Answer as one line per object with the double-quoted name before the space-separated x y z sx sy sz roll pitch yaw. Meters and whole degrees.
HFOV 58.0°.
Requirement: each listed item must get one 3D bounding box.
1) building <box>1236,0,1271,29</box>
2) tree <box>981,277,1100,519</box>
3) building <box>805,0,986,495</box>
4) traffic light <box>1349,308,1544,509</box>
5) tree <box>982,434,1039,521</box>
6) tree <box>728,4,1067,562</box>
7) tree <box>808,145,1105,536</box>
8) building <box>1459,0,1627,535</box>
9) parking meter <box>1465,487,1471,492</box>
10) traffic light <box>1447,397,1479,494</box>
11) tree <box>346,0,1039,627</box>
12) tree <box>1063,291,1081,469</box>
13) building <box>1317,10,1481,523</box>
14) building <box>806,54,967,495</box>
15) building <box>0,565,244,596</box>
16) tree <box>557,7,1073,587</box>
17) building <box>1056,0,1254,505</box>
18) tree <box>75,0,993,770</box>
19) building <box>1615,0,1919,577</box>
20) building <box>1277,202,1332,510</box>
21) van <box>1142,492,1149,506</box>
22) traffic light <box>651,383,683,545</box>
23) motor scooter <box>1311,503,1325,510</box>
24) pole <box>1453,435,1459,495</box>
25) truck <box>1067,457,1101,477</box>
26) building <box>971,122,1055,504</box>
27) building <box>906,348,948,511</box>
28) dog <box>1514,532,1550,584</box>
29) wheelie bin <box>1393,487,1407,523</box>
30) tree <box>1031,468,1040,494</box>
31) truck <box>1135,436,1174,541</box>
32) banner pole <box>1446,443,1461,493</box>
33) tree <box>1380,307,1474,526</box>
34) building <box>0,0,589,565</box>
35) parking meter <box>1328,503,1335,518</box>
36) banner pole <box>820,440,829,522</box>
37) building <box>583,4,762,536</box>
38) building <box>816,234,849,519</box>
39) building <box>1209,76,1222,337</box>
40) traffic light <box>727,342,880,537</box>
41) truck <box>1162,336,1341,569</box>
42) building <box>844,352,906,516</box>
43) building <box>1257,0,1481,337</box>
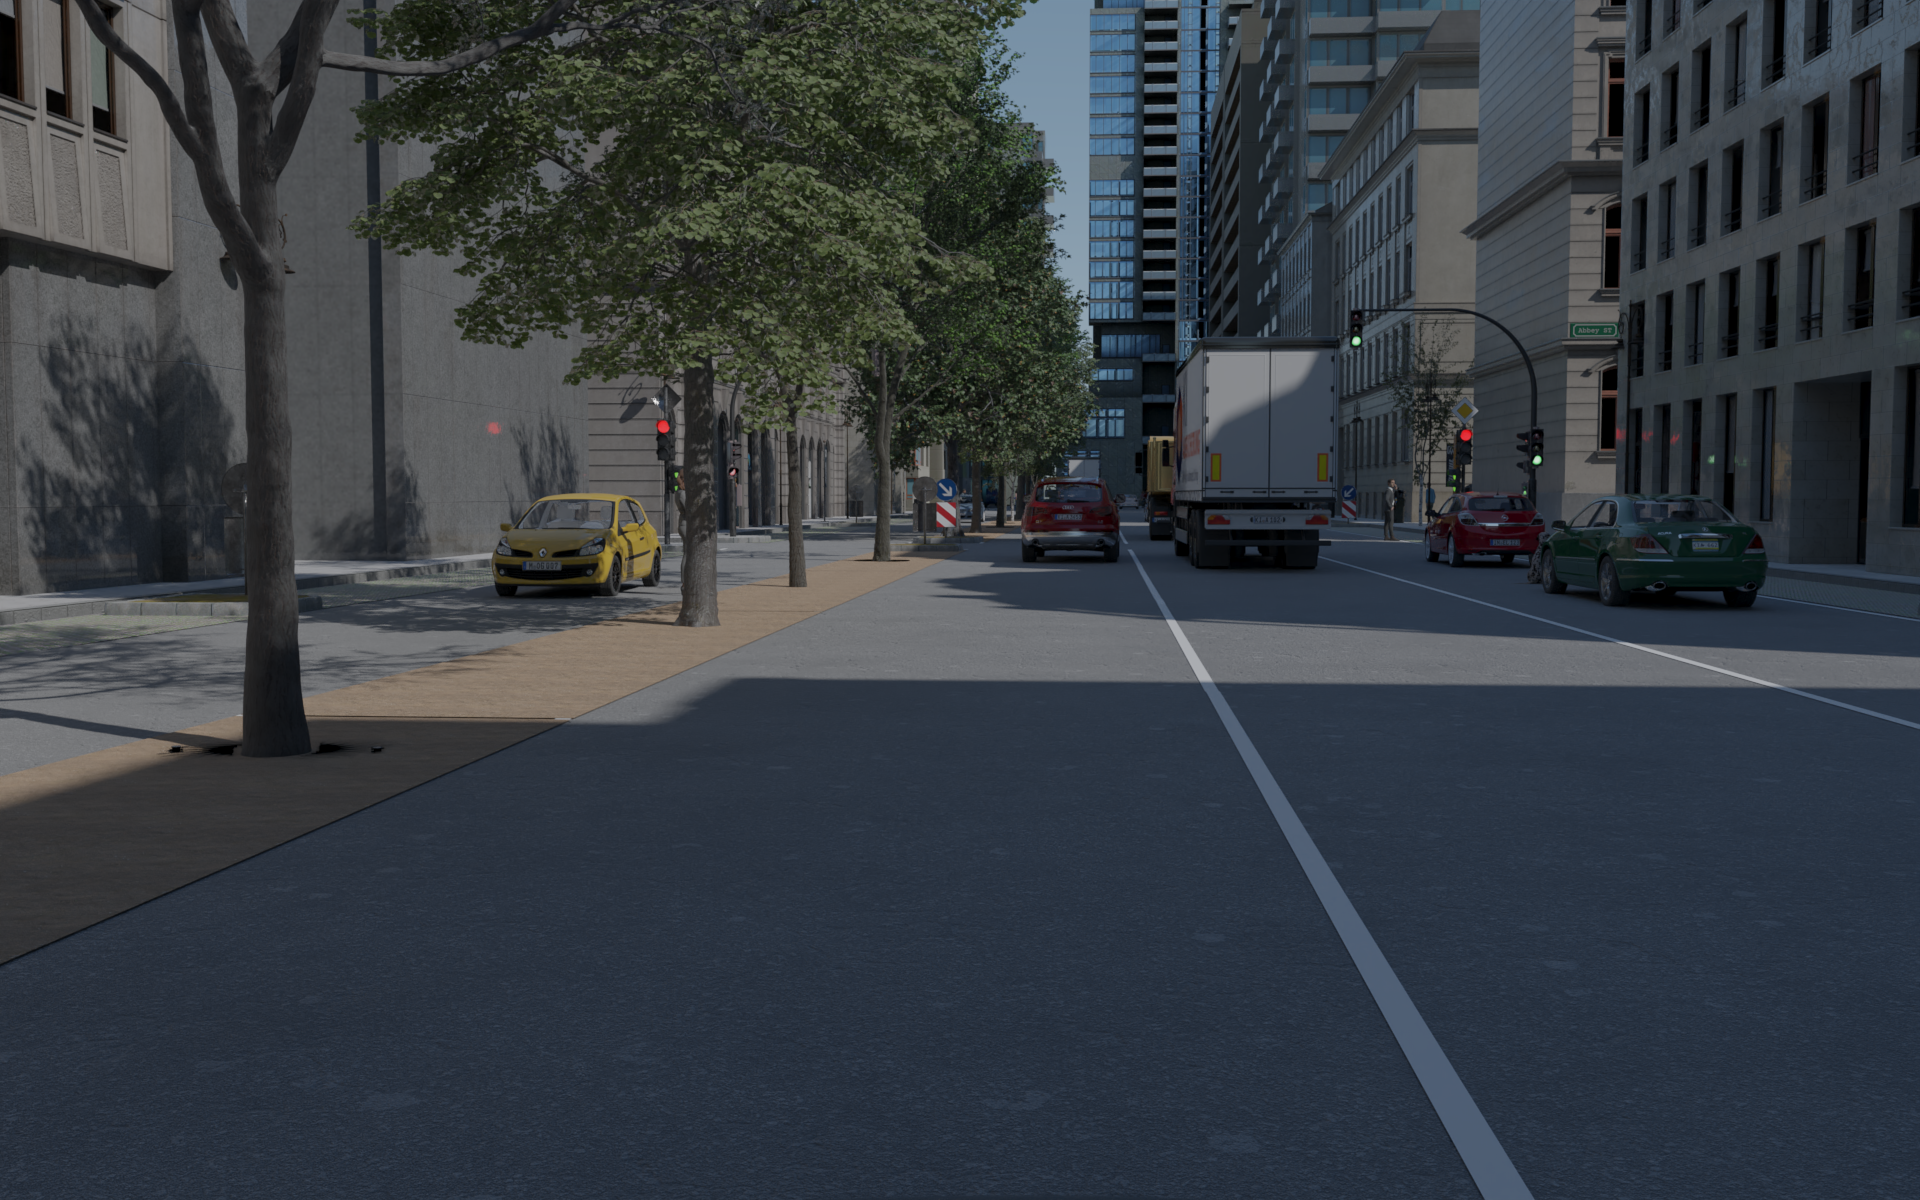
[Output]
"building" 36.862 -33.241 167.189 21.300 48.544 21.600 0 4 5
"tree" 3.404 -11.528 97.600 9.857 13.997 8.962 0 3 0
"building" -11.809 -36.687 189.073 27.495 52.752 28.713 0 4 5
"traffic light" 11.868 -4.139 42.332 4.771 5.953 1.251 0 4 5
"tree" 2.741 -8.427 90.598 4.360 8.622 3.978 0 3 0
"tree" -1.549 -6.602 36.158 9.928 11.665 9.643 0 3 0
"tree" -0.225 -8.274 54.747 9.611 12.733 9.660 0 3 0
"building" 29.051 -16.355 54.786 23.554 28.519 14.401 0 4 5
"parking meter" 18.692 -3.402 64.027 0.372 1.533 0.369 0 3 0
"traffic light" 14.592 -3.752 50.269 0.839 4.253 0.868 0 4 5
"tree" -2.889 -6.007 18.792 7.486 12.596 7.792 0 3 0
"tree" 0.516 -8.732 63.352 7.486 12.596 7.792 0 3 0
"building" 28.701 -15.757 90.910 16.112 22.955 30.059 0 4 5
"building" -6.860 -29.324 163.041 14.154 41.232 14.086 0 4 5
"building" -17.795 -12.179 17.147 12.078 24.808 19.932 0 4 5
"tree" -2.432 -5.486 26.564 8.767 10.594 7.601 0 4 5
"building" 27.986 -55.374 218.043 31.000 86.520 22.319 0 4 5
"tree" -3.743 -5.880 8.970 12.009 13.543 11.850 0 3 0
"building" 20.569 -10.910 33.137 10.420 20.320 16.860 0 4 5
"building" 26.893 -16.279 115.306 9.793 20.994 18.267 0 4 5
"van" 11.442 -5.625 98.978 2.013 2.044 4.112 0 4 4
"traffic light" -7.435 -3.368 43.986 0.839 4.253 0.868 0 4 5
"motor scooter" 16.014 -3.957 77.481 0.815 1.314 1.986 0 4 3
"pole" 17.005 -4.008 59.371 0.158 3.312 0.155 0 3 0
"truck" 9.610 -8.950 135.254 2.839 4.237 11.283 0 4 3
"building" -3.132 -36.869 222.418 30.456 49.044 23.786 0 4 5
"building" -15.711 -18.205 142.686 27.650 21.520 28.899 0 4 5
"dog" 9.175 -0.667 27.748 0.800 0.831 0.513 -1 4 -13
"wheelie bin" 19.367 -4.196 76.519 0.693 1.594 0.980 1 4 15
"tree" 4.783 -9.893 114.563 4.737 8.622 4.395 0 3 0
"truck" 7.466 -3.723 56.799 3.469 3.379 9.791 0 4 6
"banner pole" 21.375 -5.190 74.872 0.863 3.779 0.401 0 4 -8
"tree" 18.652 -7.261 69.072 4.360 8.622 3.978 0 3 0
"building" -20.000 -13.519 39.060 19.932 24.808 12.078 0 4 5
"parking meter" 20.003 -5.354 93.257 0.255 1.863 0.399 3 4 36
"banner pole" -6.260 -5.535 80.519 0.401 3.779 0.863 0 4 5
"building" -13.980 -13.573 63.716 13.314 21.916 24.055 0 4 5
"building" -13.350 -15.043 87.752 13.314 21.916 24.055 0 4 5
"building" 38.561 -34.555 188.682 21.300 48.544 21.600 0 4 5
"traffic light" -4.711 -4.719 51.815 4.771 5.953 1.251 0 4 5
"truck" 5.894 -2.909 36.470 2.839 4.237 11.283 0 4 4
"building" -9.539 -15.576 109.418 10.420 20.320 16.860 0 4 5
"building" 36.112 -31.843 140.243 23.786 49.044 30.456 0 4 5
